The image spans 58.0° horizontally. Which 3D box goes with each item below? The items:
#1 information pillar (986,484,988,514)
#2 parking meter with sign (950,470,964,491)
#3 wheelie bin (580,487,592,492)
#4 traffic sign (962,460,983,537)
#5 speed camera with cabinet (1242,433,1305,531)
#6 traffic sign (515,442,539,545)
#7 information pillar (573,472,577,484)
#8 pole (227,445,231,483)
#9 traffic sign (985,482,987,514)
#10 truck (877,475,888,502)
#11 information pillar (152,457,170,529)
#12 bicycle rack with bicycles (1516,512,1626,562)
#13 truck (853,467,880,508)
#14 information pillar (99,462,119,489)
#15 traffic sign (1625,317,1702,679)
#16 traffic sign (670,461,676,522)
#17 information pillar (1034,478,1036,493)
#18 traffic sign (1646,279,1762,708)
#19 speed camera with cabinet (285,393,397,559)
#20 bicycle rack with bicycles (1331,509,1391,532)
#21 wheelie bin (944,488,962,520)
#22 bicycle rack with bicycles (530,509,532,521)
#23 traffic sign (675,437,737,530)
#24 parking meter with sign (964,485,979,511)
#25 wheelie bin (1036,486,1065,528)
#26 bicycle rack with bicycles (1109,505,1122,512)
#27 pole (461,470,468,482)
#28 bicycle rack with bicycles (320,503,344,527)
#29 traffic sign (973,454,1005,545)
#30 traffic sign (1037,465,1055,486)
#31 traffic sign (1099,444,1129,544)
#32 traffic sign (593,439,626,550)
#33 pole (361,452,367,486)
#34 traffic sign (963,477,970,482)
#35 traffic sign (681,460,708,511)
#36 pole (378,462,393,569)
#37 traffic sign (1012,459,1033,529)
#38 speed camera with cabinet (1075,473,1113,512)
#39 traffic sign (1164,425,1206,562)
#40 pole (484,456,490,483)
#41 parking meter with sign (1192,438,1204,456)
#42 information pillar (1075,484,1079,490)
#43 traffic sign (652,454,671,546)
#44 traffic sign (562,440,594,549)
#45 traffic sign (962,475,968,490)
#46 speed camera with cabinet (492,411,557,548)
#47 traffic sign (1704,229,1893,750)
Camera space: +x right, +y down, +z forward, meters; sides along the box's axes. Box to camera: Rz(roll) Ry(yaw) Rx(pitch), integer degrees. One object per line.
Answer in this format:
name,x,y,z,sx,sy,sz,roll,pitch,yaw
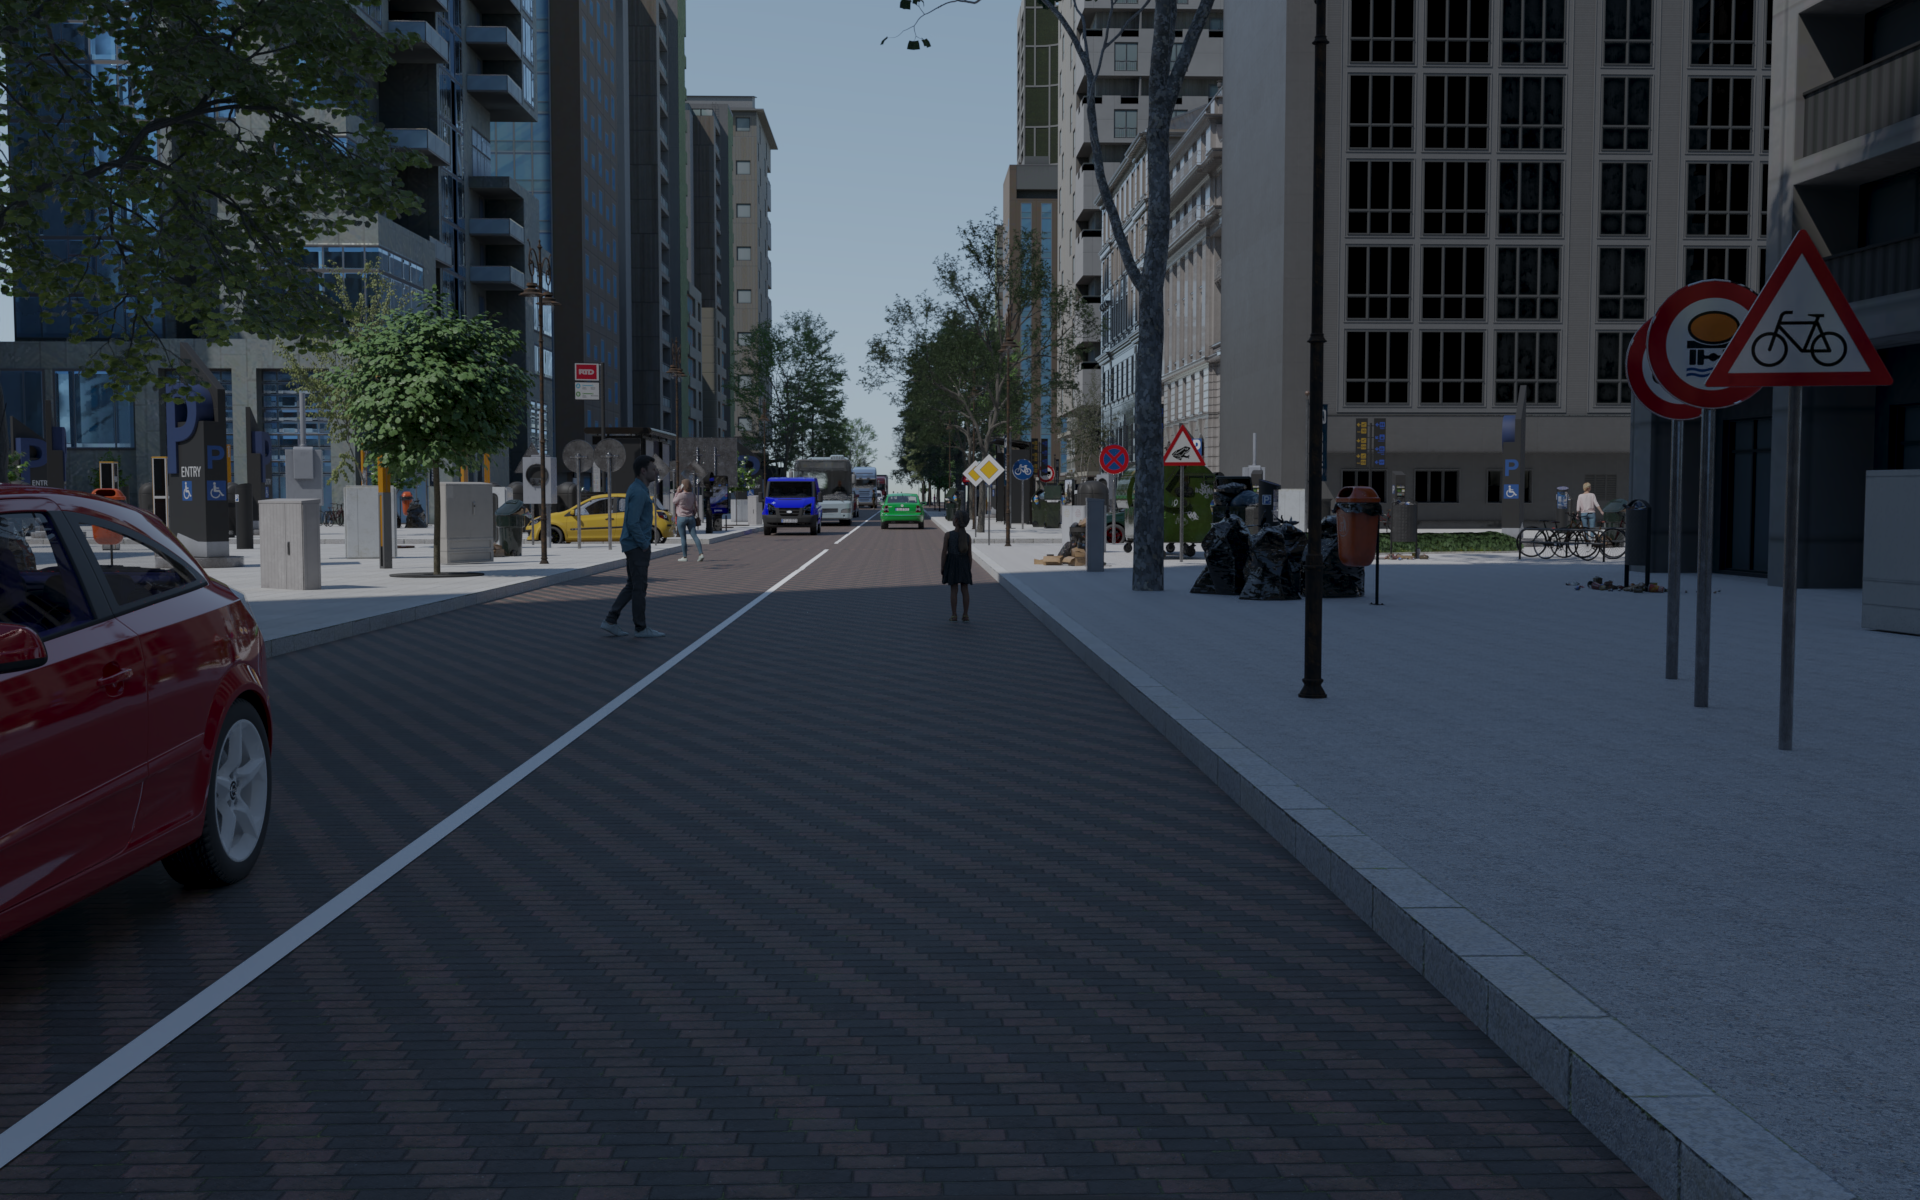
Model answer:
information pillar,1.605,-7.043,106.504,0.183,3.616,0.504,1,4,15
parking meter with sign,0.099,-7.972,126.596,1.738,3.016,0.543,0,4,6
wheelie bin,-16.204,-3.995,73.224,0.980,1.594,0.693,1,4,11
traffic sign,0.464,-2.913,51.275,0.795,2.450,0.064,0,4,-2
speed camera with cabinet,10.233,-3.790,56.298,2.038,3.252,0.660,0,4,2
traffic sign,-10.746,-2.662,43.528,0.884,2.594,0.081,0,4,-1
information pillar,-19.836,-5.998,89.421,0.183,3.616,0.504,1,4,14
pole,-30.127,-4.743,71.391,0.158,3.312,0.155,0,3,0
traffic sign,1.372,-5.790,94.773,0.768,2.556,0.104,0,4,0
truck,-11.808,-16.053,251.387,2.839,4.237,11.283,0,4,0
information pillar,-15.730,-1.820,34.244,0.304,2.012,0.304,0,4,5
bicycle rack with bicycles,12.222,-1.267,34.092,2.852,0.926,2.925,-3,5,-40
truck,-9.753,-11.538,178.401,2.967,4.110,18.799,0,4,-3
information pillar,-19.355,-2.137,39.435,0.304,2.012,0.304,0,4,-7
traffic sign,4.940,-0.724,11.945,0.768,2.556,0.104,0,4,1
traffic sign,-10.878,-4.024,65.897,0.768,2.556,0.104,0,4,8
information pillar,3.238,-4.455,77.332,0.304,2.012,0.304,0,4,5
traffic sign,4.470,-0.628,10.366,0.768,2.556,0.104,0,4,5
speed camera with cabinet,-12.242,-2.444,34.290,2.038,3.252,0.660,-1,4,-18
bicycle rack with bicycles,13.152,-2.770,58.664,2.852,0.926,2.925,-3,5,-42
wheelie bin,-0.340,-4.740,85.406,0.693,1.594,0.980,-2,4,-34
bicycle rack with bicycles,-14.910,-2.942,61.484,2.925,0.926,2.852,1,4,10
traffic sign,-9.093,-4.172,62.079,2.265,3.308,0.079,0,4,7
parking meter with sign,1.301,-7.008,110.848,1.738,3.016,0.543,1,4,11
wheelie bin,3.438,-3.479,64.783,0.980,1.594,0.693,0,4,3
bicycle rack with bicycles,7.055,-4.277,83.313,2.925,0.926,2.852,0,4,7
pole,-15.050,-3.594,52.607,0.158,3.312,0.155,0,3,0
bicycle rack with bicycles,-25.319,-3.410,69.143,2.852,0.926,2.925,1,4,16
traffic sign,0.724,-2.425,43.294,0.795,2.450,0.064,0,4,-2
traffic sign,3.723,-4.586,75.089,0.768,2.556,0.104,0,4,5
traffic sign,3.943,-2.704,44.322,0.768,2.556,0.104,0,4,8
traffic sign,-8.054,-2.428,39.799,0.768,2.556,0.104,0,4,4
pole,-21.720,-4.239,63.148,0.158,3.312,0.155,0,3,0
traffic sign,0.570,-4.520,73.902,0.884,2.594,0.081,0,4,3
traffic sign,-7.827,-2.898,51.025,0.795,2.450,0.064,0,4,-2
pole,-9.877,-2.193,29.704,0.158,3.312,0.155,0,3,0
traffic sign,2.291,-3.857,63.165,0.768,2.556,0.104,0,4,-2
speed camera with cabinet,6.025,-5.123,78.102,2.038,3.252,0.660,3,5,41
traffic sign,4.170,-1.991,32.559,0.884,2.594,0.081,0,4,-1
pole,-13.721,-3.452,50.281,0.158,3.312,0.155,0,3,0
parking meter with sign,6.716,-3.531,53.989,1.738,3.016,0.543,-2,4,-27
information pillar,8.180,-7.099,120.567,0.304,2.012,0.304,2,4,26
traffic sign,-7.566,-2.410,43.045,0.795,2.450,0.064,0,4,-2
traffic sign,-8.947,-2.479,40.635,0.768,2.556,0.104,0,4,2
traffic sign,0.494,-6.571,107.535,0.768,2.556,0.104,0,4,1
speed camera with cabinet,-10.648,-2.860,41.089,2.038,3.252,0.660,0,4,1
traffic sign,4.141,-0.527,8.617,0.884,2.594,0.081,0,4,7
